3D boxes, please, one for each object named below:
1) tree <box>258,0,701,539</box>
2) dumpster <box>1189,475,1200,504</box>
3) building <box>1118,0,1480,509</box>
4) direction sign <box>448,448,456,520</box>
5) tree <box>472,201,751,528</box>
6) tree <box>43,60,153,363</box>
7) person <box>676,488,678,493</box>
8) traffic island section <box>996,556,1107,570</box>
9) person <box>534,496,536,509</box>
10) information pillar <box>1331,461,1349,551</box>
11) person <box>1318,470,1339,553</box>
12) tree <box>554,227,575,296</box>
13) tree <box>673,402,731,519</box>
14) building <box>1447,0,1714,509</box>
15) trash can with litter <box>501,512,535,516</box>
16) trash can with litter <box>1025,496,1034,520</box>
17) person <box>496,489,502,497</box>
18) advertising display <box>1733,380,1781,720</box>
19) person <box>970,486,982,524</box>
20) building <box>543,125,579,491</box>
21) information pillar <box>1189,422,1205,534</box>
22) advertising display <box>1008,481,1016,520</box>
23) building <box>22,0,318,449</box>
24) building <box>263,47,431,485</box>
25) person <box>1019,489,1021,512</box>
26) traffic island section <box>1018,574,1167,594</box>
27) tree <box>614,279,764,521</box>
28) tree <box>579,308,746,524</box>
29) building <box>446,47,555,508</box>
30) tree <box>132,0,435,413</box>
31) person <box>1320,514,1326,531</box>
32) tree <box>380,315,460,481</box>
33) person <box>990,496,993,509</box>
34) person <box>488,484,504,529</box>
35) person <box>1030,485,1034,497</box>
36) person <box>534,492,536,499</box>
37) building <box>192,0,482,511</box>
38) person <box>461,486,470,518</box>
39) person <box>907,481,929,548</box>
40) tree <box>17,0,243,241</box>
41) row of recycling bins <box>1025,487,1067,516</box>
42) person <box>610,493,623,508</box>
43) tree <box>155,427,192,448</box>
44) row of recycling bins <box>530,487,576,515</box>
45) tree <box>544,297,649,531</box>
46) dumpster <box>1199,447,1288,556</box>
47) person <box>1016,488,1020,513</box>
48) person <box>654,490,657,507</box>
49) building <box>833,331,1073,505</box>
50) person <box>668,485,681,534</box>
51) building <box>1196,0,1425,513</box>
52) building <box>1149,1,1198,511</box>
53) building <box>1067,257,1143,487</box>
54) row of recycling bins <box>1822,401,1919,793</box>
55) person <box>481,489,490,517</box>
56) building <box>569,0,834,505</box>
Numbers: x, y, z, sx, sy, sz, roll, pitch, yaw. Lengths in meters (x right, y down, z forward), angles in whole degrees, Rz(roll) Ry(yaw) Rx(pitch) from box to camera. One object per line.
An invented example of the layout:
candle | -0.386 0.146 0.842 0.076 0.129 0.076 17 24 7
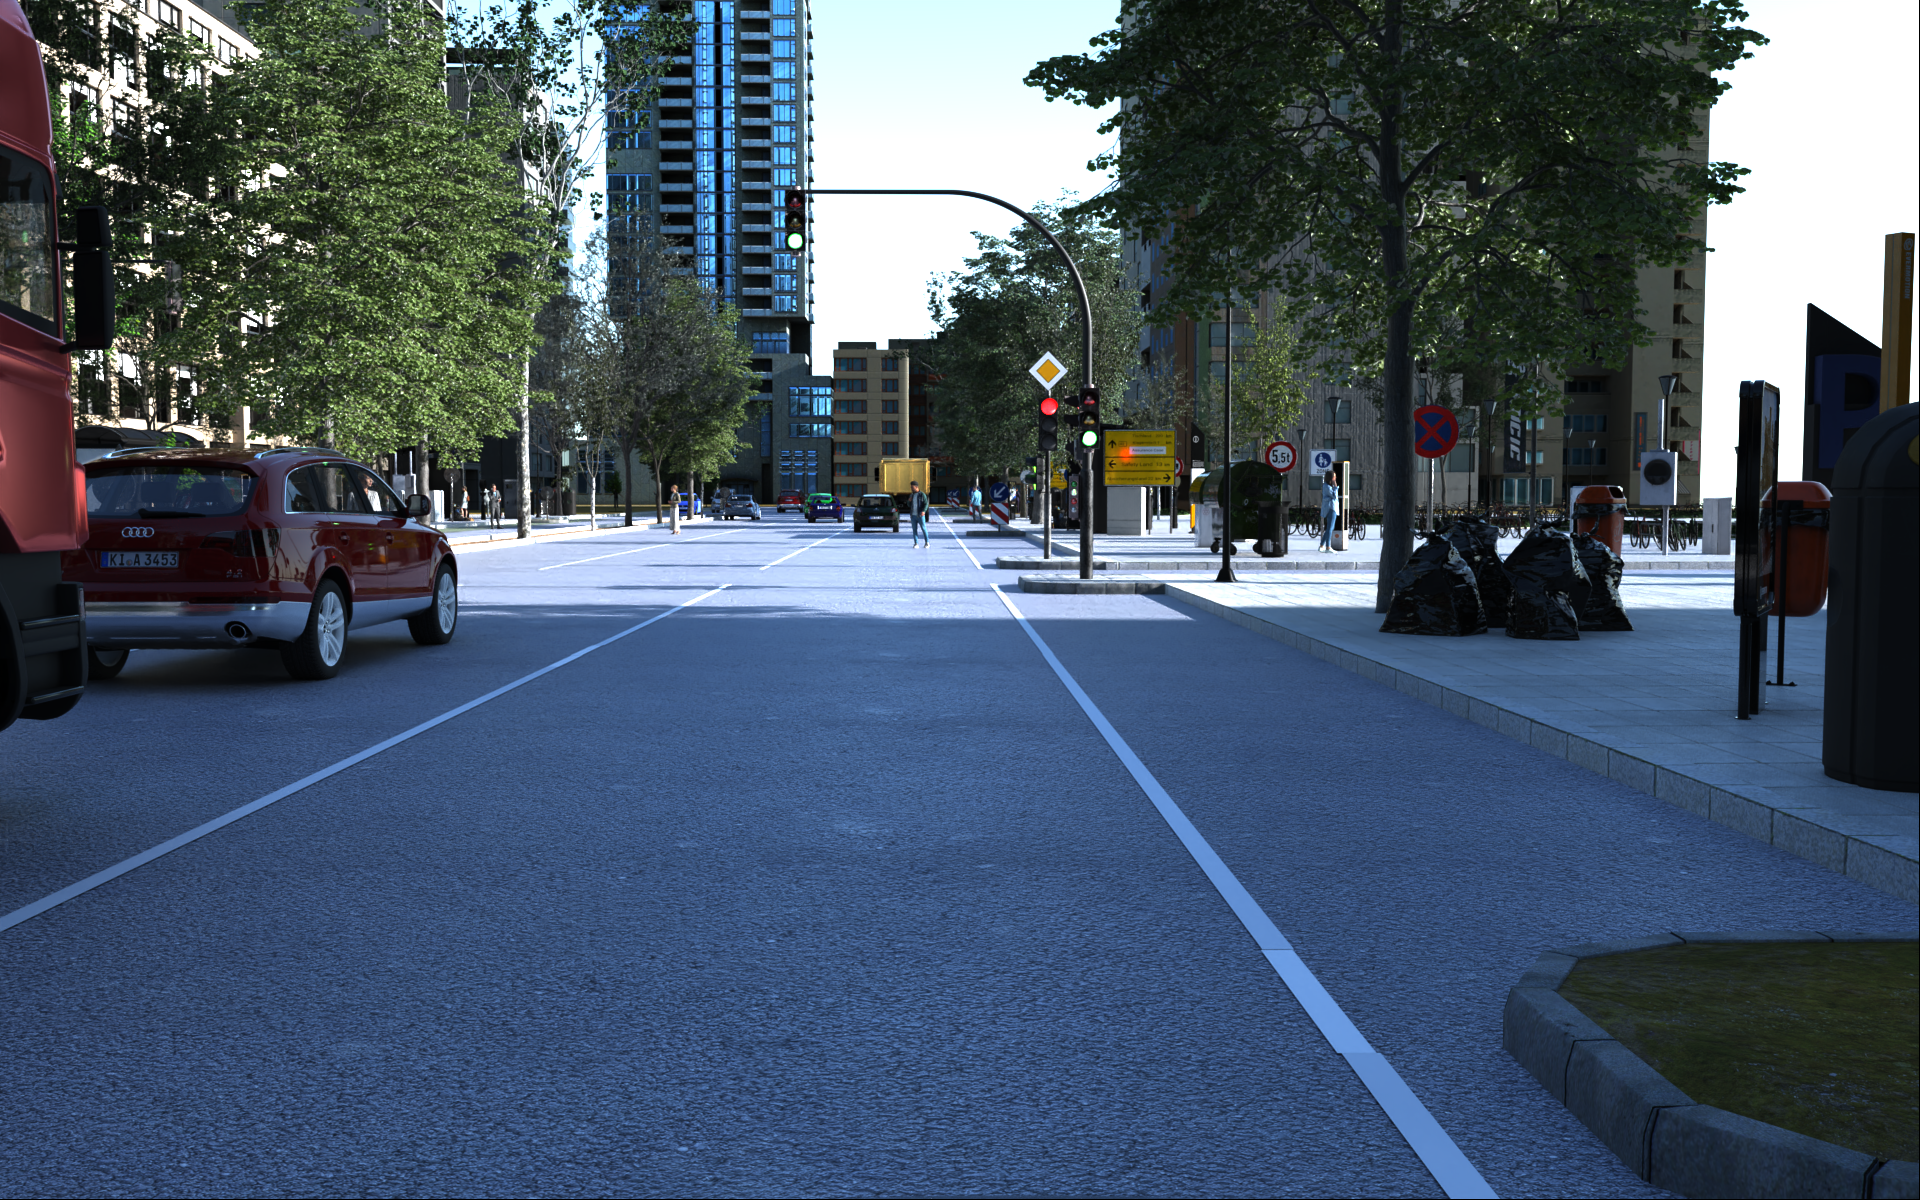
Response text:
tree | -14.813 -11.977 54.178 12.611 20.169 13.585 0 3 0
dumpster | 7.429 -2.872 49.456 1.502 2.255 1.985 0 4 -1
building | 29.326 -34.750 157.395 28.713 52.752 27.495 0 4 -1
direction sign | -25.053 -5.714 85.427 0.379 3.537 0.876 -3 4 -38
tree | -13.915 -9.759 72.384 12.009 13.543 11.850 0 3 0
tree | -22.419 -6.948 39.350 9.928 11.665 9.643 0 3 0
person | -16.213 -5.498 98.660 0.793 1.790 0.793 -1 4 -14
traffic island section | 1.749 -0.728 34.182 2.009 0.180 2.903 0 4 -1
person | -36.820 -8.655 150.778 0.599 1.433 0.991 3 4 37
information pillar | 8.577 -2.117 39.102 0.304 2.012 0.304 2 4 34
person | 8.018 -1.919 37.676 0.793 1.790 0.793 -1 4 -22
tree | -13.832 -7.567 44.299 7.486 12.596 7.792 0 3 0
tree | -14.427 -8.797 96.650 4.360 8.622 3.978 0 3 0
building | 57.304 -32.898 161.587 21.600 48.544 21.300 0 4 -1
trash can with litter | -26.132 -5.556 101.899 2.233 1.210 1.678 -1 4 -19
trash can with litter | 3.685 -4.518 85.253 0.624 1.170 1.055 2 4 27
person | -40.872 -8.919 152.648 1.217 1.735 0.721 1 4 16
advertising display | 4.683 -0.304 10.183 0.123 1.923 0.974 2 4 31
person | 0.796 -4.650 84.387 0.638 1.841 0.748 -1 4 -22
building | -63.274 -36.518 216.669 30.456 49.044 23.786 0 4 -1
information pillar | 7.715 -3.975 56.352 0.504 3.616 0.183 -1 4 -23
advertising display | 2.601 -4.982 86.673 0.123 1.923 0.974 1 4 22
building | -46.971 -17.141 84.772 19.350 26.468 34.151 0 4 -1
building | -44.603 -21.054 115.940 14.160 30.474 14.107 0 4 -1
person | 4.222 -6.933 119.957 0.990 1.755 0.434 0 4 -8
traffic island section | 1.923 -0.240 26.199 2.009 0.180 2.903 0 4 -1
tree | -14.193 -10.394 90.522 7.486 12.596 7.792 0 3 0
tree | -14.356 -8.934 82.948 8.767 10.594 7.601 0 4 -1
building | -45.973 -29.261 162.017 14.086 41.232 14.154 0 4 -1
tree | -13.199 -7.054 35.921 7.486 12.596 7.792 0 3 0
person | 12.743 -3.268 59.664 0.728 1.800 0.709 1 4 19
tree | -23.790 -8.327 70.551 7.601 10.594 8.767 0 4 6
person | 2.625 -8.605 146.743 0.705 1.824 1.348 0 4 1
person | -18.939 -3.818 70.724 0.447 1.846 0.655 3 5 40
person | 4.185 -5.678 99.217 0.444 1.785 0.601 -2 4 -27
person | -28.639 -6.662 118.160 0.799 1.438 0.628 -3 5 -39
building | -48.458 -42.428 131.945 20.563 71.187 20.611 0 4 -1
person | -25.180 -4.952 88.007 0.522 1.701 0.512 -1 4 -13
person | -1.124 -2.271 45.985 0.623 1.781 0.721 1 4 16
tree | -13.140 -5.216 22.151 8.767 10.594 7.601 0 4 -1
row of recycling bins | 5.163 -6.075 106.446 1.069 1.692 3.534 3 5 44
person | -32.660 -9.689 164.463 1.348 1.822 0.705 -1 4 -18
tree | -22.620 -3.372 49.735 1.663 3.219 1.824 0 3 0
row of recycling bins | -25.252 -6.068 106.319 3.534 1.692 1.069 1 4 9
tree | -13.643 -6.816 64.268 4.360 8.622 3.978 0 3 0
dumpster | 6.070 -2.103 36.875 1.502 2.255 1.985 0 4 -1
person | 3.701 -6.545 113.975 0.541 1.710 0.530 3 5 39
person | -29.812 -9.969 169.832 0.742 1.727 0.445 2 4 25
building | -0.982 -22.984 220.820 28.899 21.520 27.650 0 4 -1
person | -10.212 -3.223 61.751 0.362 1.759 0.519 -3 5 -44
building | 23.442 -26.728 120.604 14.154 41.232 14.086 0 4 -1
building | 22.776 -29.711 135.884 14.600 45.320 14.200 0 4 -1
building | 20.661 -27.072 214.331 14.107 30.474 14.160 0 4 -1
row of recycling bins | 5.288 0.018 6.818 1.069 1.692 3.534 -3 5 -45
person | -27.082 -5.658 98.732 0.466 1.800 0.511 3 5 41
building | -31.217 -55.186 214.966 31.000 86.520 22.319 0 4 -1
